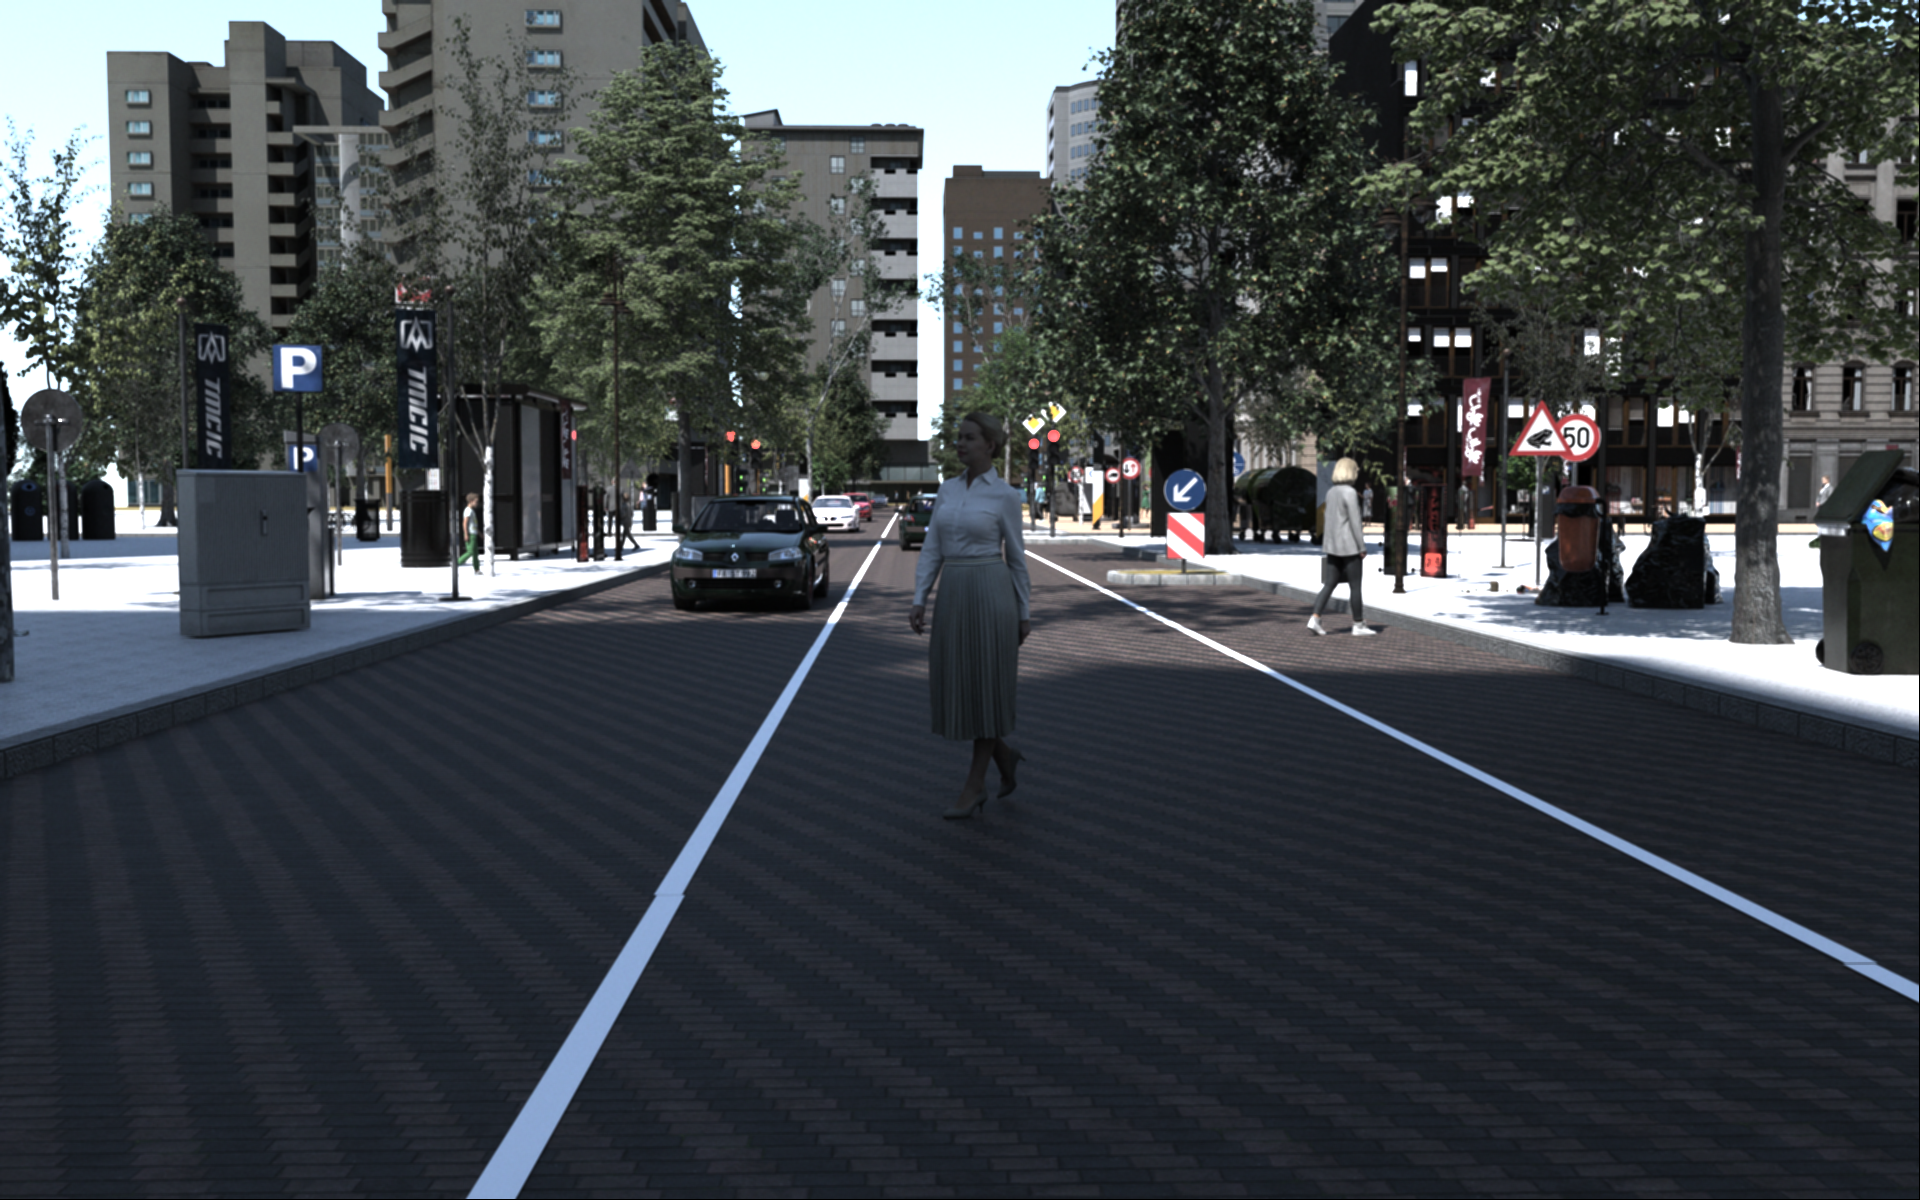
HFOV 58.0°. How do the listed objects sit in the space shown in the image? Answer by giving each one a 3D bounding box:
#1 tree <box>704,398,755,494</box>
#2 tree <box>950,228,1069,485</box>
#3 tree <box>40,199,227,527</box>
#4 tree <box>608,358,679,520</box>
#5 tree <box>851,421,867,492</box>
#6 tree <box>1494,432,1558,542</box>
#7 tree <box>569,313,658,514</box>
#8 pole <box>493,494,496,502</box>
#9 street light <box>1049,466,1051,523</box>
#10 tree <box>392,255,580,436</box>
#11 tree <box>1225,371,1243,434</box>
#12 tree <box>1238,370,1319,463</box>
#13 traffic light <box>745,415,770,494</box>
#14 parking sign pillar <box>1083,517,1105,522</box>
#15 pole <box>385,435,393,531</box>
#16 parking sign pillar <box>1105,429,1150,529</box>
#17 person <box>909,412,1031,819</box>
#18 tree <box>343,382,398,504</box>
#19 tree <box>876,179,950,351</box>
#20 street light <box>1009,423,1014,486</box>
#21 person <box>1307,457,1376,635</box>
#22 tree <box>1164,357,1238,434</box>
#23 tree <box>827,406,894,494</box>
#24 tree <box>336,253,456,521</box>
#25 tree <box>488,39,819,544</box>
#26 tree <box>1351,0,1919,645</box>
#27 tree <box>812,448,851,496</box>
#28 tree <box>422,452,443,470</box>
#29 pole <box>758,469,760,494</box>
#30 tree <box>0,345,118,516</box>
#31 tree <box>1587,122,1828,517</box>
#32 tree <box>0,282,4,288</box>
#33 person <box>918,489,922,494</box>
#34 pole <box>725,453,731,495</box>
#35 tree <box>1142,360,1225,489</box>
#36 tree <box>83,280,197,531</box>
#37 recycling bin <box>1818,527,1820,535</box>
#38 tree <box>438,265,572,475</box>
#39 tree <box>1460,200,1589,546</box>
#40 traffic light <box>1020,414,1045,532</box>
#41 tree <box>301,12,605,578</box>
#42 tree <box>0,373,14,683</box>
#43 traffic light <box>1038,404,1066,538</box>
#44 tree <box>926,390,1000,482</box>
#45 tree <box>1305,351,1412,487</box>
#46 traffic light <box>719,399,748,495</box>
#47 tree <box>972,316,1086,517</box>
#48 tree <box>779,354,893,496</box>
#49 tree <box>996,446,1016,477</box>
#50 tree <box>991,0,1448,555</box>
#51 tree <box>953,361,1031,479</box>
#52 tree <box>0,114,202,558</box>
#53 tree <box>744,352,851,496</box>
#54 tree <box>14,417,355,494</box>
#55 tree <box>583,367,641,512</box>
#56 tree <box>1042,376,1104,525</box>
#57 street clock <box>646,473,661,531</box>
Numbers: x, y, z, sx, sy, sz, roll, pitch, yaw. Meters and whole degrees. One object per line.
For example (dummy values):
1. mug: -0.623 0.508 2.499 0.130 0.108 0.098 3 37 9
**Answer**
1. tree: -17.042 -10.955 129.469 4.360 8.622 3.978 0 3 0
2. tree: 4.834 -16.211 120.933 12.611 20.169 13.585 0 3 0
3. tree: -31.148 -9.229 67.901 9.611 12.733 9.660 0 3 0
4. tree: -16.322 -8.367 87.166 4.737 8.622 4.395 0 3 0
5. tree: -8.818 -9.941 112.901 4.737 8.622 4.395 0 3 0
6. tree: 15.502 -3.215 47.161 1.663 3.219 1.824 0 3 0
7. tree: -23.742 -12.481 114.435 12.009 13.543 11.850 0 3 0
8. pole: -13.410 -3.416 49.692 0.158 3.312 0.155 0 3 0
9. street light: 4.050 -6.372 76.976 0.468 5.910 1.993 0 4 -2
10. tree: -18.515 -8.134 67.408 7.601 10.594 8.767 0 4 4
11. tree: 14.508 -9.629 107.794 4.737 8.622 4.395 0 3 0
12. tree: 14.908 -8.009 81.312 4.360 8.622 3.978 0 3 0
13. traffic light: -6.879 -4.266 58.670 0.839 4.253 0.868 0 4 -2
14. parking sign pillar: 6.419 -5.650 80.844 1.447 3.967 1.447 0 4 4
15. pole: -19.648 -4.021 59.579 0.158 3.312 0.155 0 3 0
16. parking sign pillar: 6.358 -4.640 64.342 1.447 3.967 1.447 1 4 17
17. person: 0.100 0.053 7.858 0.478 1.798 0.641 3 5 42
18. tree: -35.620 -9.336 103.007 4.737 8.622 4.395 0 3 0
19. tree: -7.669 -14.977 100.767 12.611 20.169 13.585 0 3 0
20. street light: 3.077 -8.081 104.916 0.468 5.910 1.993 0 4 -2
21. person: 3.844 -0.546 17.605 0.728 1.800 0.709 -1 4 -18
22. tree: 10.506 -8.022 81.518 4.360 8.622 3.978 0 3 0
23. tree: -11.085 -15.241 183.595 8.767 10.594 7.601 0 4 0
24. tree: -28.229 -10.047 81.280 9.611 12.733 9.660 0 3 0
25. tree: -7.492 -7.716 44.278 7.486 12.596 7.792 0 3 0
26. tree: 6.662 -5.874 14.162 7.486 12.596 7.792 0 3 0
27. tree: -9.286 -8.286 119.189 4.285 4.588 4.351 0 3 0
28. tree: -34.807 -9.958 113.171 4.737 8.622 4.395 0 3 0
29. pole: -7.818 -4.461 66.787 0.158 3.312 0.155 0 3 0
30. tree: -55.908 -11.890 96.222 13.155 14.587 18.604 0 4 -7
31. tree: 14.456 -5.088 33.545 4.360 8.622 3.978 0 3 0
32. tree: -17.534 -4.684 26.946 4.360 8.622 3.978 0 3 0
33. person: -3.045 -7.335 128.270 0.795 1.843 0.661 0 4 1
34. pole: -8.300 -4.168 61.982 0.158 3.312 0.155 0 3 0
35. tree: 11.570 -8.915 96.126 4.737 8.622 4.395 0 3 0
36. tree: -28.510 -6.749 60.703 4.360 8.622 3.978 0 3 0
37. recycling bin: 26.319 -2.415 52.042 0.722 1.027 0.722 0 4 -6
38. tree: -25.667 -11.525 95.094 9.857 13.997 8.962 0 3 0
39. tree: 14.618 -5.654 42.803 4.360 8.622 3.978 0 3 0
40. traffic light: 2.477 -4.284 58.962 0.839 4.253 0.868 0 4 -2
41. tree: -7.442 -4.657 26.506 4.360 8.622 3.978 0 3 0
42. tree: -7.878 -9.553 12.078 12.611 20.169 13.585 0 3 0
43. traffic light: 2.714 -3.796 50.981 0.839 4.253 0.868 0 4 -2
44. tree: 0.775 -18.387 207.288 9.857 13.997 8.962 0 3 0
45. tree: 14.857 -7.035 65.389 4.737 8.622 4.395 0 3 0
46. traffic light: -6.642 -3.778 50.688 0.839 4.253 0.868 0 4 -2
47. tree: 4.279 -10.553 98.296 9.928 11.665 9.643 0 3 0
48. tree: -10.064 -13.750 141.818 9.611 12.733 9.660 0 3 0
49. tree: 3.072 -12.575 155.965 4.737 8.622 4.395 0 3 0
50. tree: 5.349 -7.308 36.498 9.611 12.733 9.660 0 3 0
51. tree: 2.968 -14.022 147.386 7.486 12.596 7.792 0 3 0
52. tree: -17.696 -5.141 34.418 4.737 8.622 4.395 0 3 0
53. tree: -8.670 -8.207 84.551 4.737 8.622 4.395 0 3 0
54. tree: -50.918 -9.311 115.140 11.467 7.101 20.602 2 4 32
55. tree: -25.789 -12.316 127.118 9.928 11.665 9.643 0 3 0
56. tree: 5.003 -7.430 71.838 4.737 8.622 4.395 0 3 0
57. street clock: -10.679 -3.413 60.366 0.471 2.002 0.358 -1 4 -17
